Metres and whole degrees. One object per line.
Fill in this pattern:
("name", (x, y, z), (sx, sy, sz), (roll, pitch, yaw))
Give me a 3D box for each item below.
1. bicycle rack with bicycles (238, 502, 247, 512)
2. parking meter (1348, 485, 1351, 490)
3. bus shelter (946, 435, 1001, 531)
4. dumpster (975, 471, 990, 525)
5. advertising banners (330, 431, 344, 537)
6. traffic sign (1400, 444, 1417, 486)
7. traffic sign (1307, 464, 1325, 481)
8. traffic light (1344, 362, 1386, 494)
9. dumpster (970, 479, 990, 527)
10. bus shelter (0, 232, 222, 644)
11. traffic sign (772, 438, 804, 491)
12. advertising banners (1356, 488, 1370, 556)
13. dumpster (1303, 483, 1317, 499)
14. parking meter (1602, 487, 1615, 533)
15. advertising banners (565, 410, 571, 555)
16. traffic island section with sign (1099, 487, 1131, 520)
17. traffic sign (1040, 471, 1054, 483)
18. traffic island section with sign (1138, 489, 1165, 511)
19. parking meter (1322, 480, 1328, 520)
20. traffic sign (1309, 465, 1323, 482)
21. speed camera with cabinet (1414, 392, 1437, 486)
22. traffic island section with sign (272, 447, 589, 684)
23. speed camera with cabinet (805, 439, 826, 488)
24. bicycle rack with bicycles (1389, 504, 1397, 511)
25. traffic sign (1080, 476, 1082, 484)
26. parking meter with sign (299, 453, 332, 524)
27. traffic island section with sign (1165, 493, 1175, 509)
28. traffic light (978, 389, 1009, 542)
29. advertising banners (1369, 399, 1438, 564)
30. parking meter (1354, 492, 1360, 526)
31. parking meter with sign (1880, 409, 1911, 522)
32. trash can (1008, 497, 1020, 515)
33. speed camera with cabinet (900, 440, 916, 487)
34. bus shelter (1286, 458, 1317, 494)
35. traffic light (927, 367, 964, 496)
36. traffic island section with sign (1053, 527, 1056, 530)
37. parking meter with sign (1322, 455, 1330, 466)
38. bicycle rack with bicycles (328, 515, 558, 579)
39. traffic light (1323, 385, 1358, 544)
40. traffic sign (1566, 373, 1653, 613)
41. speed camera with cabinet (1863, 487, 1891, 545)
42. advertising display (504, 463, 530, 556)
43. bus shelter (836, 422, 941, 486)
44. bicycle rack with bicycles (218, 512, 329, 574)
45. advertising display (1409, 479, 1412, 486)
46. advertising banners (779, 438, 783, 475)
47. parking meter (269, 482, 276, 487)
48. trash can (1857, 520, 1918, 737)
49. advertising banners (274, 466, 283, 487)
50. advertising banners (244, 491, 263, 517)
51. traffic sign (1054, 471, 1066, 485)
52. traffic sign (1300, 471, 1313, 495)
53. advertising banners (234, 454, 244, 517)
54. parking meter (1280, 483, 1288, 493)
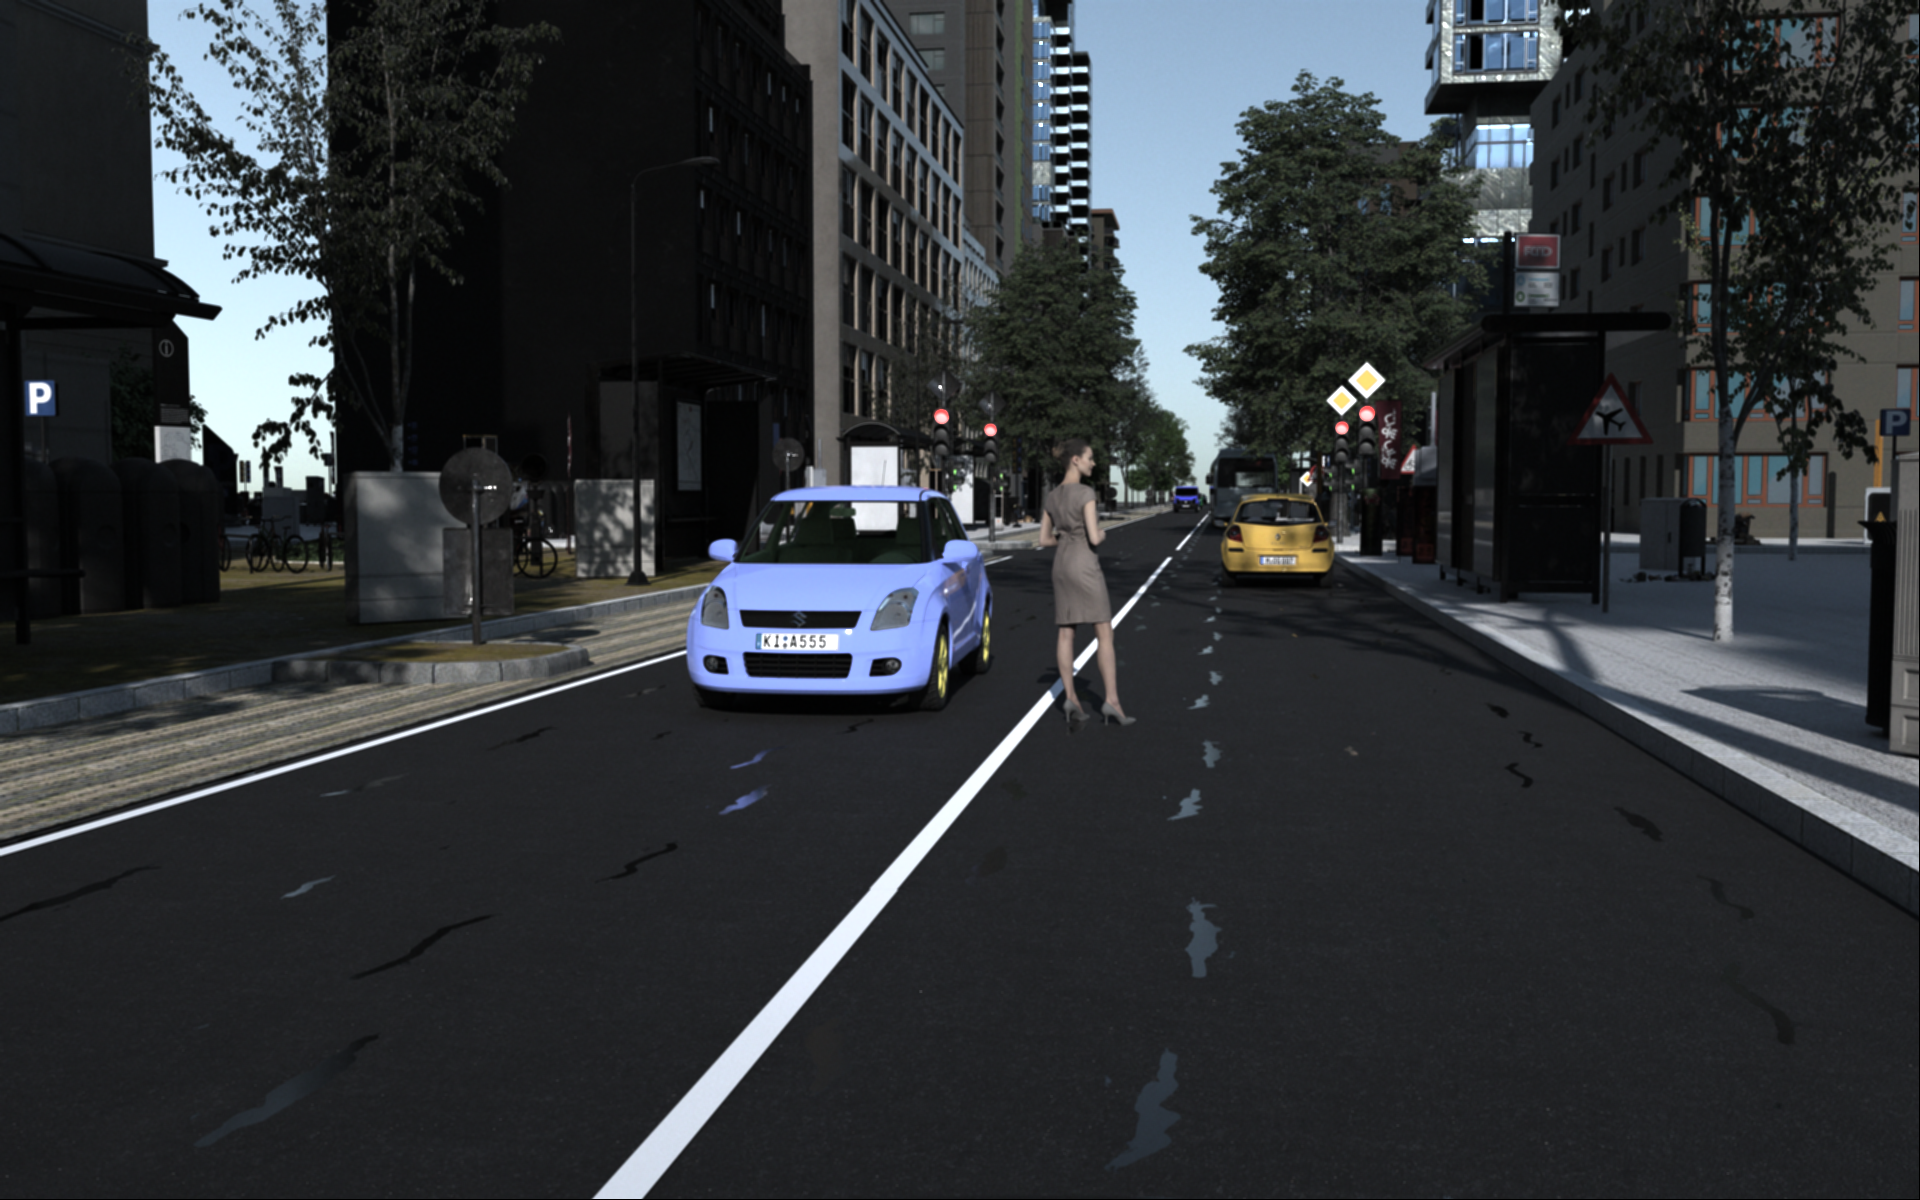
("bicycle rack with bicycles", (-33.950, -4.051, 79.612), (2.852, 0.926, 2.925), (-1, 4, -18))
("parking meter", (21.073, -5.405, 94.079), (0.255, 1.863, 0.399), (1, 4, 20))
("bus shelter", (0.122, -4.199, 62.573), (2.014, 3.302, 5.546), (1, 4, 9))
("dumpster", (0.757, -4.255, 72.055), (1.502, 2.255, 1.985), (1, 4, 9))
("advertising banners", (-17.682, -3.247, 49.282), (0.090, 3.025, 2.074), (-1, 4, -9))
("traffic sign", (11.850, -2.770, 45.285), (0.884, 2.594, 0.081), (1, 4, 17))
("traffic sign", (14.699, -4.354, 71.197), (0.884, 2.594, 0.081), (1, 4, 13))
("traffic light", (8.618, -2.934, 36.896), (0.839, 4.253, 0.868), (1, 4, 9))
("dumpster", (0.758, -3.831, 68.401), (1.264, 1.857, 1.865), (1, 4, 9))
("bus shelter", (-7.680, -1.117, 12.188), (2.014, 3.302, 5.546), (1, 4, 9))
("traffic sign", (-3.899, -2.391, 39.201), (0.768, 2.556, 0.104), (1, 4, 16))
("advertising banners", (9.258, -2.425, 35.833), (2.074, 3.025, 0.090), (0, 4, 2))
("dumpster", (18.432, -5.142, 89.831), (1.264, 1.857, 1.865), (1, 4, 9))
("parking meter", (21.676, -3.027, 57.899), (0.372, 1.533, 0.369), (0, 3, 0))
("advertising banners", (-8.363, -2.495, 36.985), (0.090, 3.025, 2.074), (-1, 4, -15))
("traffic island section with sign", (8.393, -5.318, 95.569), (1.989, 1.847, 2.006), (1, 4, 9))
("traffic sign", (4.566, -5.550, 90.851), (0.768, 2.556, 0.104), (1, 4, 18))
("traffic island section with sign", (15.830, -8.286, 144.110), (1.989, 1.847, 2.006), (1, 4, 9))
("parking meter", (14.790, -3.951, 70.310), (0.255, 1.863, 0.399), (1, 4, 10))
("traffic sign", (15.455, -4.562, 74.702), (0.768, 2.556, 0.104), (1, 4, 17))
("speed camera with cabinet", (9.803, -2.382, 33.288), (2.038, 3.252, 0.660), (3, 5, 40))
("traffic island section with sign", (-4.119, -0.327, 13.973), (1.989, 1.847, 2.006), (1, 4, 9))
("speed camera with cabinet", (-5.566, -4.181, 62.690), (0.660, 3.252, 2.038), (-2, 4, -33))
("bicycle rack with bicycles", (15.955, -2.982, 62.130), (2.852, 0.926, 2.925), (-3, 5, -41))
("traffic sign", (6.204, -5.520, 92.383), (0.606, 2.300, 0.079), (1, 4, 18))
("parking meter with sign", (-27.704, -4.782, 74.453), (1.738, 3.016, 0.543), (2, 4, 24))
("traffic island section with sign", (19.943, -9.923, 170.864), (1.989, 1.847, 2.006), (1, 4, 9))
("traffic light", (0.869, -3.500, 46.142), (0.839, 4.253, 0.868), (1, 4, 9))
("advertising banners", (8.564, -2.171, 31.686), (2.074, 3.025, 0.090), (2, 4, 35))
("parking meter", (15.888, -3.741, 69.574), (0.372, 1.533, 0.369), (0, 3, 0))
("parking meter with sign", (18.980, -2.355, 34.770), (0.543, 3.016, 1.738), (1, 4, 13))
("trash can", (2.597, -4.520, 85.555), (0.748, 1.137, 0.748), (0, 3, 0))
("speed camera with cabinet", (-1.644, -4.229, 63.478), (0.660, 3.252, 2.038), (-2, 4, -31))
("bus shelter", (19.789, -6.454, 99.439), (2.014, 3.302, 5.546), (1, 4, 9))
("traffic light", (-0.341, -3.017, 38.249), (0.839, 4.253, 0.868), (1, 4, 9))
("traffic island section with sign", (4.267, -3.673, 68.688), (1.989, 1.847, 2.006), (1, 4, 9))
("parking meter with sign", (16.891, -4.968, 77.481), (0.543, 3.016, 1.738), (-2, 4, -33))
("bicycle rack with bicycles", (-7.498, -0.800, 26.470), (2.925, 0.926, 2.852), (1, 4, 11))
("traffic light", (9.828, -3.417, 44.789), (0.839, 4.253, 0.868), (1, 4, 9))
("traffic sign", (6.989, -1.142, 18.680), (0.884, 2.594, 0.081), (1, 4, 13))
("speed camera with cabinet", (23.413, -2.957, 42.683), (0.660, 3.252, 2.038), (-2, 4, -28))
("advertising display", (-9.231, -1.887, 36.061), (0.123, 1.923, 0.974), (1, 4, 11))
("bus shelter", (-2.069, -3.512, 51.352), (2.014, 3.302, 5.546), (1, 4, 9))
("bicycle rack with bicycles", (-11.256, -0.950, 28.916), (2.852, 0.926, 2.925), (-3, 4, -36))
("advertising display", (19.235, -4.138, 72.862), (0.123, 1.923, 0.974), (-2, 4, -24))
("advertising banners", (-6.306, -3.576, 54.659), (2.074, 3.025, 0.090), (3, 5, 41))
("parking meter", (-33.519, -4.817, 84.461), (0.255, 1.863, 0.399), (-1, 4, -12))
("trash can", (5.118, 0.156, 9.099), (0.748, 1.137, 0.748), (0, 3, 0))
("advertising banners", (-42.290, -6.934, 109.561), (2.074, 3.025, 0.090), (-3, 4, -36))
("advertising banners", (-40.028, -6.163, 96.959), (2.074, 3.025, 0.090), (0, 4, -2))
("traffic sign", (5.528, -5.781, 94.630), (0.768, 2.556, 0.104), (1, 4, 12))
("traffic sign", (17.391, -5.231, 86.715), (0.795, 2.450, 0.064), (1, 4, 11))
("advertising banners", (-31.736, -4.765, 74.098), (0.090, 3.025, 2.074), (2, 4, 31))
("parking meter", (17.620, -5.420, 94.327), (0.255, 1.863, 0.399), (-2, 4, -35))
